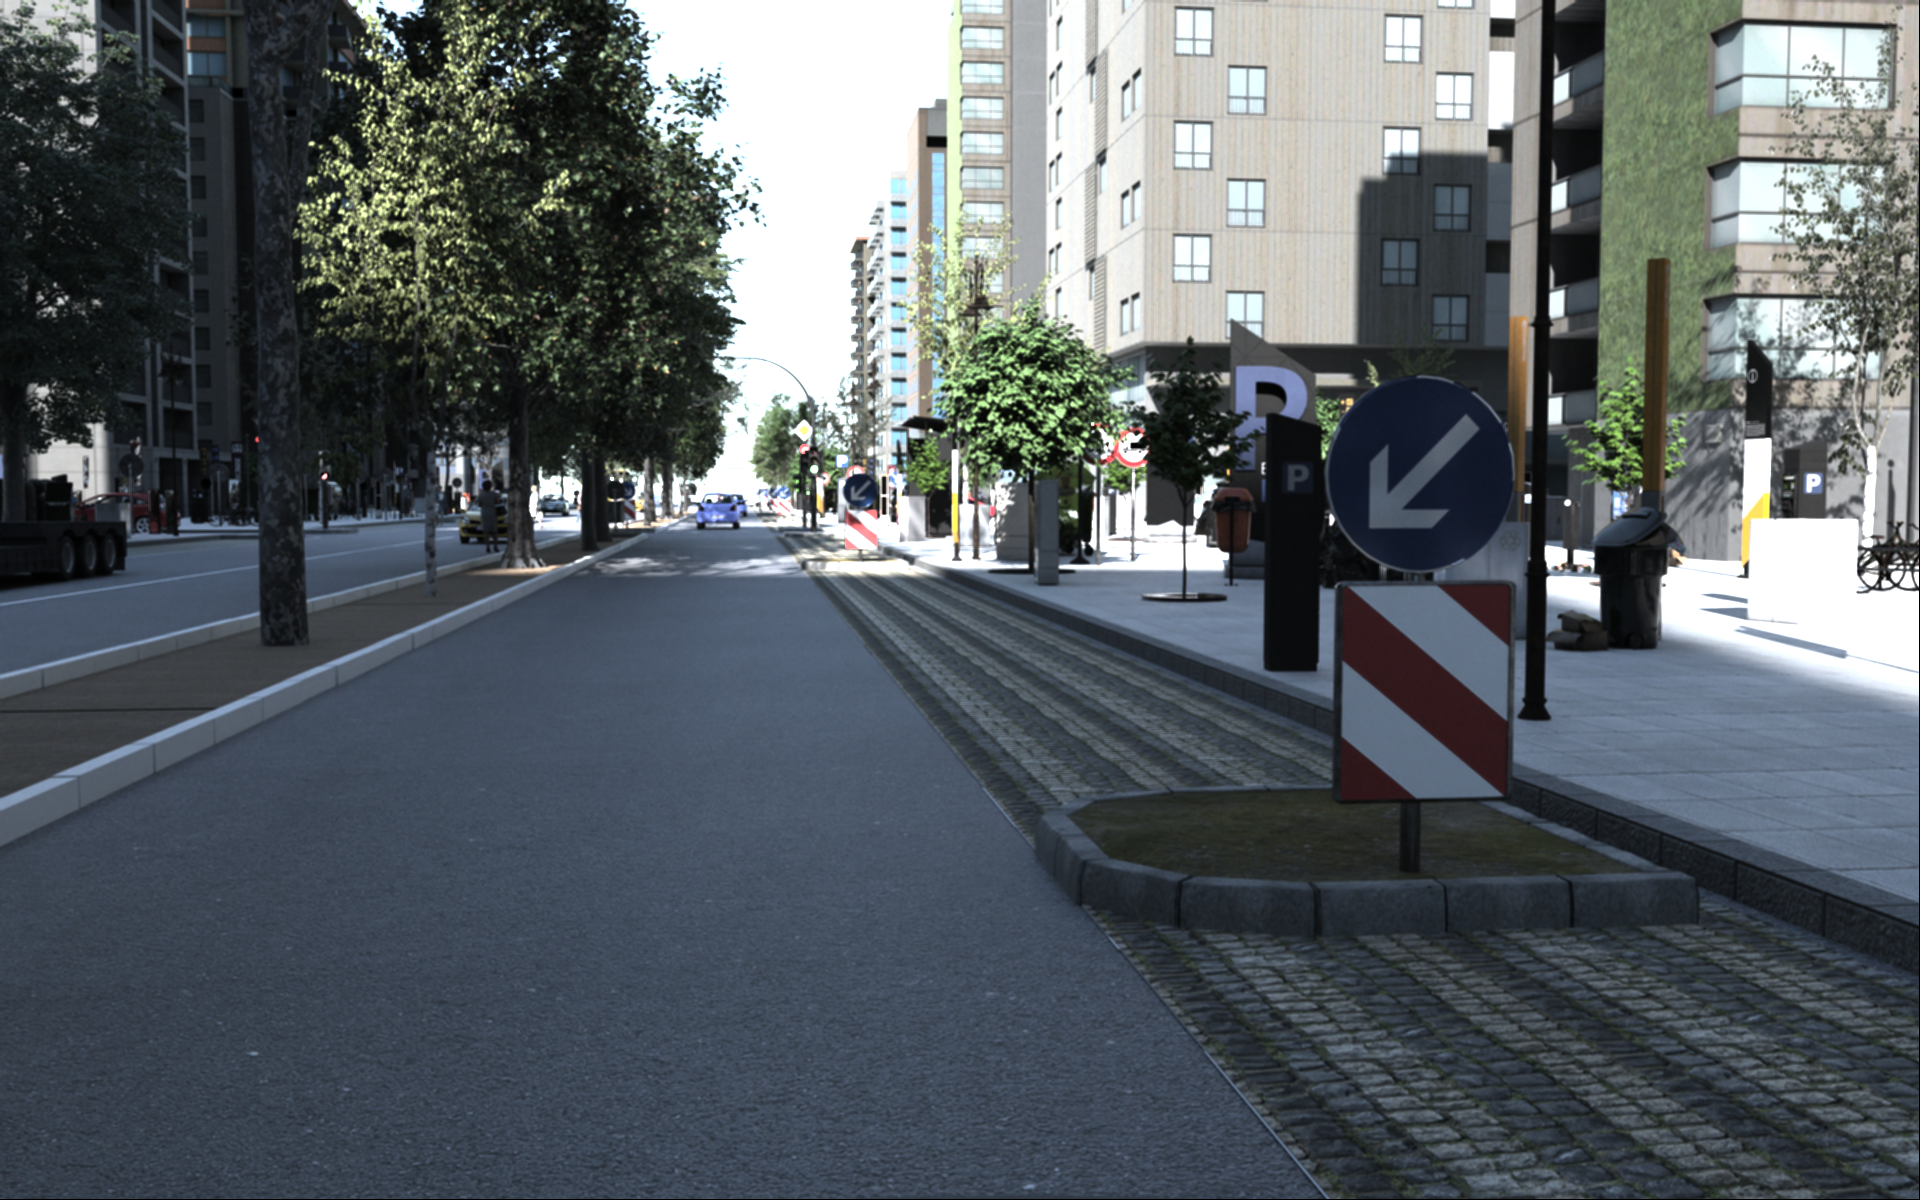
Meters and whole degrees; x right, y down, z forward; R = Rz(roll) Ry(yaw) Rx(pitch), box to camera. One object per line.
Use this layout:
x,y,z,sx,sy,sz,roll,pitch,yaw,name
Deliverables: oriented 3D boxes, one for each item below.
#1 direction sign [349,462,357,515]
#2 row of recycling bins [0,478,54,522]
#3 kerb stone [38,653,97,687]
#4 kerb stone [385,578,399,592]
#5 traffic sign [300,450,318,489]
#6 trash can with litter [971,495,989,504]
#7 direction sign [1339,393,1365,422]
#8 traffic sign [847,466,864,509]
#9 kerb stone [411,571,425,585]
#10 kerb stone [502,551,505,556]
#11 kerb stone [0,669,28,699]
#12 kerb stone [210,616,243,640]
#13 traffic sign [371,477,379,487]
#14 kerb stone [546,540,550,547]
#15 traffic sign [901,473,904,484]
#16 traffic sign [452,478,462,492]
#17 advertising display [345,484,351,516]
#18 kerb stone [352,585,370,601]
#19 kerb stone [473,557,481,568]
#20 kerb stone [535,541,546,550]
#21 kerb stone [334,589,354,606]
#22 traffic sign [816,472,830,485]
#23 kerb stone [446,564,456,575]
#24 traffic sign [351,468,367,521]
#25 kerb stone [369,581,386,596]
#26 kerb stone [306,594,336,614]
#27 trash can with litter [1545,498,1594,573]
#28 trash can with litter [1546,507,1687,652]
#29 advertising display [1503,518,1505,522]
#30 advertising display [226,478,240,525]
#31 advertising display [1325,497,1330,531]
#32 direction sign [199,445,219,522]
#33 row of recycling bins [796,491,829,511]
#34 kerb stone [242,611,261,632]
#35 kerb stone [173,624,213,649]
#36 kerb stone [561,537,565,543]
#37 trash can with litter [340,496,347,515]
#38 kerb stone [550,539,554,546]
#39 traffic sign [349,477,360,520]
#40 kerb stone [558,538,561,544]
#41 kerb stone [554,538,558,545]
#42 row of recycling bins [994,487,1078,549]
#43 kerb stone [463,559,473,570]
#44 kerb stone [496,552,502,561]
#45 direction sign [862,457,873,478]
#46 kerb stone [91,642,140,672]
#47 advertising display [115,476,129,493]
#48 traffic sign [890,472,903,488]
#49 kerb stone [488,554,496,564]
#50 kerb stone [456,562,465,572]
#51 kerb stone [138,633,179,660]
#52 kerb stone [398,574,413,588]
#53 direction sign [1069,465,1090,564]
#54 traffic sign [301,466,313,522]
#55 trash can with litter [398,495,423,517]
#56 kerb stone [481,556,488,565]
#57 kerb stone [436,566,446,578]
-37.992,-7.120,108.402,0.876,3.537,0.379,2,4,32,direction sign
-25.288,-2.430,46.840,1.069,1.692,3.534,0,4,-4,row of recycling bins
-6.871,0.548,13.243,0.120,0.150,1.000,0,4,-7,kerb stone
-8.440,-0.198,25.445,0.120,0.150,1.000,0,4,-7,kerb stone
-31.020,-5.303,80.584,2.265,3.308,0.079,0,4,0,traffic sign
1.146,-5.423,99.722,2.233,1.210,1.678,2,4,28,trash can with litter
8.953,-2.873,38.965,0.876,3.537,0.379,2,4,25,direction sign
-4.672,-4.741,77.626,0.768,2.556,0.104,0,4,-3,traffic sign
-8.686,-0.324,27.488,0.120,0.150,1.000,0,4,-7,kerb stone
-9.989,-0.945,37.654,0.120,0.150,1.000,0,4,-7,kerb stone
-6.746,0.610,12.228,0.120,0.150,1.000,0,4,-7,kerb stone
-7.391,0.299,17.304,0.120,0.150,1.000,0,4,-7,kerb stone
-35.644,-6.335,105.712,0.606,2.300,0.079,0,4,1,traffic sign
-11.033,-1.442,45.785,0.120,0.150,1.000,0,4,-7,kerb stone
-3.651,-6.224,101.876,0.768,2.556,0.104,0,4,-3,traffic sign
-39.457,-8.307,135.921,0.768,2.556,0.104,0,4,-2,traffic sign
-35.889,-5.893,101.567,0.123,1.923,0.974,-1,4,-10,advertising display
-8.176,-0.074,23.407,0.120,0.150,1.000,0,4,-7,kerb stone
-9.471,-0.697,33.589,0.120,0.150,1.000,0,4,-7,kerb stone
-10.894,-1.381,44.770,0.120,0.150,1.000,0,4,-7,kerb stone
-8.037,-0.008,22.391,0.120,0.150,1.000,0,4,-7,kerb stone
-7.874,-6.090,99.676,0.768,2.556,0.104,0,4,-4,traffic sign
-9.083,-0.510,30.540,0.120,0.150,1.000,0,4,-7,kerb stone
-28.767,-5.062,82.864,0.768,2.556,0.104,0,4,-2,traffic sign
-8.301,-0.136,24.427,0.120,0.150,1.000,0,4,-7,kerb stone
-7.911,0.050,21.374,0.120,0.150,1.000,0,4,-7,kerb stone
10.214,-1.107,29.155,1.678,1.210,2.233,1,4,13,trash can with litter
5.416,-0.180,14.325,1.055,1.170,0.624,-2,4,-28,trash can with litter
10.948,-1.789,34.460,0.123,1.923,0.974,0,4,8,advertising display
-29.967,-4.048,71.400,0.123,1.923,0.974,0,4,2,advertising display
8.953,-2.309,42.968,0.974,1.923,0.123,0,4,-7,advertising display
-34.729,-5.394,80.196,0.876,3.537,0.379,0,4,-2,direction sign
-11.547,-7.846,135.389,3.534,1.692,1.069,3,5,43,row of recycling bins
-7.522,0.244,18.318,0.120,0.150,1.000,0,4,-7,kerb stone
-7.261,0.362,16.288,0.120,0.150,1.000,0,4,-7,kerb stone
-11.548,-1.689,49.846,0.120,0.150,1.000,0,4,-7,kerb stone
-37.754,-5.813,106.106,1.678,1.210,2.233,0,4,-1,trash can with litter
-11.153,-1.505,46.802,0.120,0.150,1.000,0,4,-7,kerb stone
-30.059,-5.273,86.322,0.768,2.556,0.104,0,4,-3,traffic sign
-11.421,-1.628,48.829,0.120,0.150,1.000,0,4,-7,kerb stone
-11.291,-1.567,47.815,0.120,0.150,1.000,0,4,-7,kerb stone
1.817,-2.149,42.244,1.069,1.692,3.534,-2,4,-24,row of recycling bins
-9.339,-0.635,32.576,0.120,0.150,1.000,0,4,-7,kerb stone
-9.863,-0.883,36.634,0.120,0.150,1.000,0,4,-7,kerb stone
-5.680,-7.020,106.774,0.876,3.537,0.379,1,4,20,direction sign
-7.006,0.486,14.259,0.120,0.150,1.000,0,4,-7,kerb stone
-30.649,-3.558,63.391,0.123,1.923,0.974,0,4,-5,advertising display
-3.617,-6.018,98.497,0.768,2.556,0.104,0,4,1,traffic sign
-9.735,-0.821,35.617,0.120,0.150,1.000,0,4,-7,kerb stone
-9.213,-0.569,31.554,0.120,0.150,1.000,0,4,-7,kerb stone
-7.133,0.427,15.273,0.120,0.150,1.000,0,4,-7,kerb stone
-8.557,-0.260,26.462,0.120,0.150,1.000,0,4,-7,kerb stone
2.206,-2.433,31.783,0.379,3.537,0.876,3,5,40,direction sign
-29.711,-4.806,78.681,0.768,2.556,0.104,0,4,-1,traffic sign
-30.733,-5.272,97.249,1.678,1.210,2.233,1,4,9,trash can with litter
-9.610,-0.754,34.602,0.120,0.150,1.000,0,4,-7,kerb stone
-8.955,-0.448,29.526,0.120,0.150,1.000,0,4,-7,kerb stone
